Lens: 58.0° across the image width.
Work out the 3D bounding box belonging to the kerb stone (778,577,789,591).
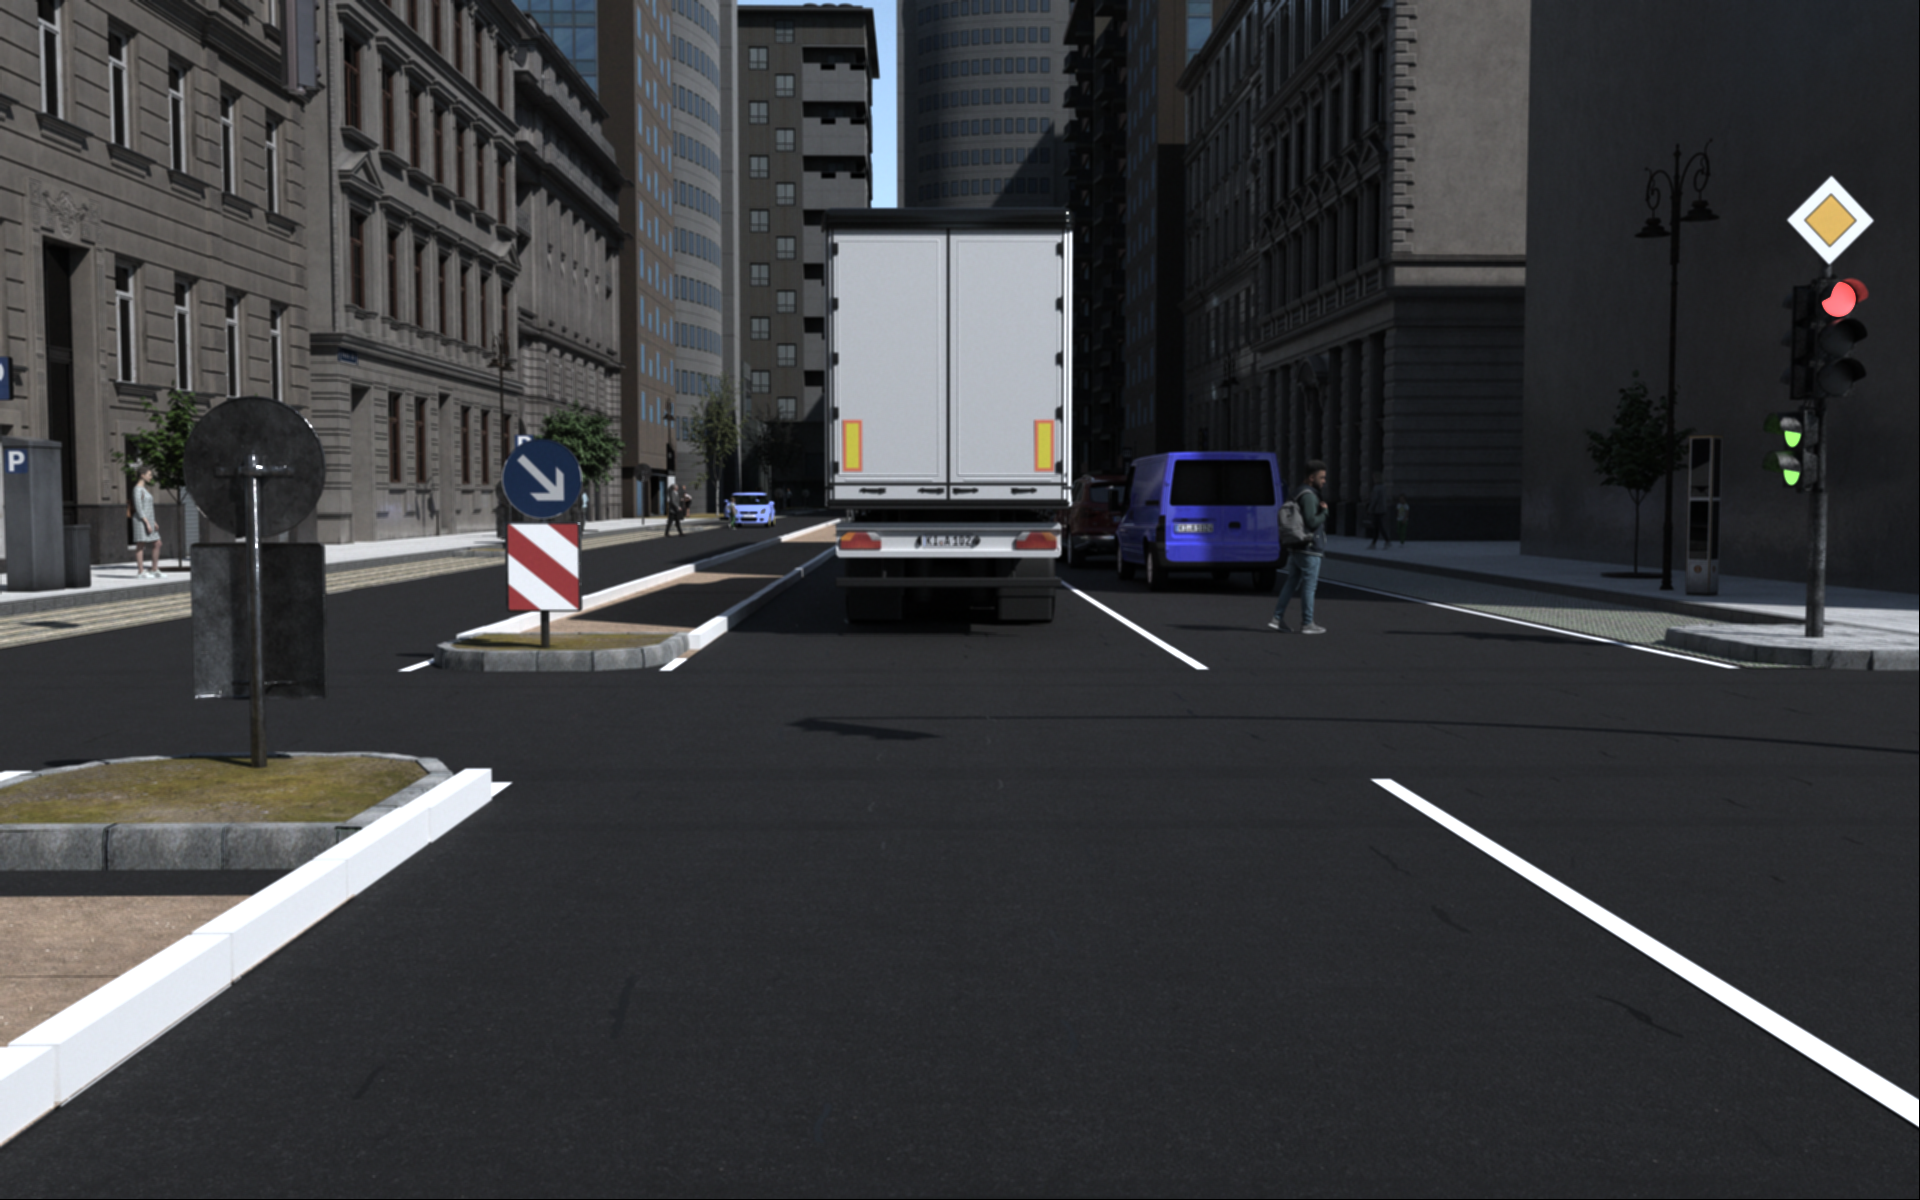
[{"bbox_3d":[-2.663,-0.207,25.588,0.120,0.150,1.000,0,4,-1],"label":"kerb stone"}]

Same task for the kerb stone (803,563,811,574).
[{"bbox_3d":[-2.784,-0.519,30.702,0.120,0.150,1.000,0,4,-1],"label":"kerb stone"}]

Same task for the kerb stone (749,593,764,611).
[{"bbox_3d":[-2.564,0.051,21.480,0.120,0.150,1.000,0,4,-1],"label":"kerb stone"}]

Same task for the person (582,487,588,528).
[{"bbox_3d":[-14.480,-3.578,66.360,0.330,1.601,0.589,2,4,26],"label":"person"}]

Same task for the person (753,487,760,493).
[{"bbox_3d":[-15.582,-7.744,132.664,1.348,1.822,0.705,-1,4,-18],"label":"person"}]

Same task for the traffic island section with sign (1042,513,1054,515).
[{"bbox_3d":[5.338,-6.658,117.489,1.989,1.847,2.006,0,4,-1],"label":"traffic island section with sign"}]

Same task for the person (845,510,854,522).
[{"bbox_3d":[-4.859,-4.008,75.846,0.589,1.601,0.330,-2,4,-25],"label":"person"}]

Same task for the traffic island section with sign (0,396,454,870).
[{"bbox_3d":[-3.294,0.037,7.536,2.006,1.907,1.989,0,4,-1],"label":"traffic island section with sign"}]

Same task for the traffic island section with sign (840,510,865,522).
[{"bbox_3d":[-5.193,-5.011,90.060,2.006,1.907,1.989,0,4,-1],"label":"traffic island section with sign"}]

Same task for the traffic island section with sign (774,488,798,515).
[{"bbox_3d":[-12.168,-6.620,116.872,1.989,1.847,2.006,0,4,-1],"label":"traffic island section with sign"}]

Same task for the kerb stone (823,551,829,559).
[{"bbox_3d":[-2.921,-0.896,36.844,0.120,0.150,1.000,0,4,-1],"label":"kerb stone"}]

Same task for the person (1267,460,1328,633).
[{"bbox_3d":[3.551,-0.548,17.815,0.721,1.781,0.623,-1,4,-22],"label":"person"}]

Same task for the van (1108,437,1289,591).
[{"bbox_3d":[3.657,-1.401,27.294,2.240,2.365,5.245,0,4,-2],"label":"van"}]

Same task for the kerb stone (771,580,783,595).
[{"bbox_3d":[-2.644,-0.145,24.561,0.120,0.150,1.000,0,4,-1],"label":"kerb stone"}]

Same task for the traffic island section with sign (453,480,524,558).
[{"bbox_3d":[-10.395,-1.903,39.737,1.989,1.847,2.006,0,4,-1],"label":"traffic island section with sign"}]

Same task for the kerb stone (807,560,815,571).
[{"bbox_3d":[-2.802,-0.583,31.731,0.120,0.150,1.000,0,4,-1],"label":"kerb stone"}]

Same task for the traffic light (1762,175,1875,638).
[{"bbox_3d":[7.645,-1.621,15.422,0.839,4.253,0.868,0,4,-1],"label":"traffic light"}]

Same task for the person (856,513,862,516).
[{"bbox_3d":[-6.201,-6.032,107.090,0.705,1.831,1.348,3,4,39],"label":"person"}]

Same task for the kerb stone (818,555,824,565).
[{"bbox_3d":[-2.866,-0.769,34.800,0.120,0.150,1.000,0,4,-1],"label":"kerb stone"}]

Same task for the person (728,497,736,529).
[{"bbox_3d":[-9.220,-3.503,70.026,0.306,1.304,0.590,2,4,26],"label":"person"}]

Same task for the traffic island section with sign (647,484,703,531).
[{"bbox_3d":[-11.021,-3.581,67.172,1.989,1.847,2.006,0,4,-1],"label":"traffic island section with sign"}]

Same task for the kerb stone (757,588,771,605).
[{"bbox_3d":[-2.593,-0.016,22.511,0.120,0.150,1.000,0,4,-1],"label":"kerb stone"}]

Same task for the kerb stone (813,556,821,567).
[{"bbox_3d":[-2.847,-0.708,33.778,0.120,0.150,1.000,0,4,-1],"label":"kerb stone"}]

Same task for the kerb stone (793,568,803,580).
[{"bbox_3d":[-2.728,-0.394,28.654,0.120,0.150,1.000,0,4,-1],"label":"kerb stone"}]

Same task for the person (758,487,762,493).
[{"bbox_3d":[-16.274,-8.197,140.002,1.348,1.831,0.705,-2,4,-23],"label":"person"}]

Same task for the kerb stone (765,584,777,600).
[{"bbox_3d":[-2.617,-0.077,23.536,0.120,0.150,1.000,0,4,-1],"label":"kerb stone"}]

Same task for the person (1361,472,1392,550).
[{"bbox_3d":[9.637,-2.064,39.978,0.728,1.800,0.709,3,5,41],"label":"person"}]

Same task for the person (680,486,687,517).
[{"bbox_3d":[-15.645,-5.618,98.455,0.434,1.755,0.990,1,4,18],"label":"person"}]

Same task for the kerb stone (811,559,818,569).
[{"bbox_3d":[-2.823,-0.642,32.753,0.120,0.150,1.000,0,4,-1],"label":"kerb stone"}]

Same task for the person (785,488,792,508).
[{"bbox_3d":[-16.089,-9.563,162.390,0.705,1.826,1.348,-3,4,-37],"label":"person"}]

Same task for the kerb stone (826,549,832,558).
[{"bbox_3d":[-2.947,-0.958,37.865,0.120,0.150,1.000,0,4,-1],"label":"kerb stone"}]

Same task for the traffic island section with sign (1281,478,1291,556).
[{"bbox_3d":[7.123,-1.957,40.633,1.989,1.847,2.006,0,4,-1],"label":"traffic island section with sign"}]

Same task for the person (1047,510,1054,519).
[{"bbox_3d":[4.158,-4.382,80.891,0.466,1.731,0.760,-2,4,-32],"label":"person"}]

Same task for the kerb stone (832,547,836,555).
[{"bbox_3d":[-2.992,-1.082,39.914,0.120,0.150,1.000,0,4,-1],"label":"kerb stone"}]

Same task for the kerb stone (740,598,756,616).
[{"bbox_3d":[-2.543,0.106,20.458,0.120,0.150,1.000,0,4,-1],"label":"kerb stone"}]

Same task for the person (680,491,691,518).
[{"bbox_3d":[-14.896,-5.186,94.029,0.628,1.438,0.799,-1,4,-8],"label":"person"}]

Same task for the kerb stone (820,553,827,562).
[{"bbox_3d":[-2.895,-0.833,35.822,0.120,0.150,1.000,0,4,-1],"label":"kerb stone"}]

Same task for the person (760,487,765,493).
[{"bbox_3d":[-16.248,-8.292,141.493,0.709,1.838,0.599,1,4,14],"label":"person"}]

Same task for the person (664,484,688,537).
[{"bbox_3d":[-9.512,-3.007,58.061,0.834,1.777,0.661,-1,4,-23],"label":"person"}]

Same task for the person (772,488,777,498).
[{"bbox_3d":[-16.682,-9.266,157.628,0.705,1.812,1.348,-3,4,-38],"label":"person"}]

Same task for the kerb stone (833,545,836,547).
[{"bbox_3d":[-3.011,-1.142,40.941,0.120,0.150,1.000,0,4,-1],"label":"kerb stone"}]

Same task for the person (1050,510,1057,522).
[{"bbox_3d":[3.013,-2.523,55.256,0.738,1.151,1.012,2,4,32],"label":"person"}]

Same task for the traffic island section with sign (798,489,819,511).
[{"bbox_3d":[-12.799,-8.296,144.263,1.989,1.847,2.006,0,4,-1],"label":"traffic island section with sign"}]

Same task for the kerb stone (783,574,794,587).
[{"bbox_3d":[-2.680,-0.270,26.610,0.120,0.150,1.000,0,4,-1],"label":"kerb stone"}]

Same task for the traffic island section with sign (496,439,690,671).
[{"bbox_3d":[-3.455,-0.416,14.942,2.006,1.907,1.989,0,4,-1],"label":"traffic island section with sign"}]

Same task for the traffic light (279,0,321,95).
[{"bbox_3d":[-8.022,-2.472,15.082,4.771,5.953,1.251,0,4,-1],"label":"traffic light"}]

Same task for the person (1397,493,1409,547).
[{"bbox_3d":[10.743,-1.941,42.028,0.306,1.304,0.590,2,4,24],"label":"person"}]

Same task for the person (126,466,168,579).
[{"bbox_3d":[-12.371,-1.176,26.273,0.522,1.701,0.512,-1,4,-12],"label":"person"}]

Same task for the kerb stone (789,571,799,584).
[{"bbox_3d":[-2.707,-0.329,27.632,0.120,0.150,1.000,0,4,-1],"label":"kerb stone"}]

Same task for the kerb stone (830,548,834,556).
[{"bbox_3d":[-2.979,-1.021,38.891,0.120,0.150,1.000,0,4,-1],"label":"kerb stone"}]

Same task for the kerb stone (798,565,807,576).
[{"bbox_3d":[-2.765,-0.457,29.675,0.120,0.150,1.000,0,4,-1],"label":"kerb stone"}]
